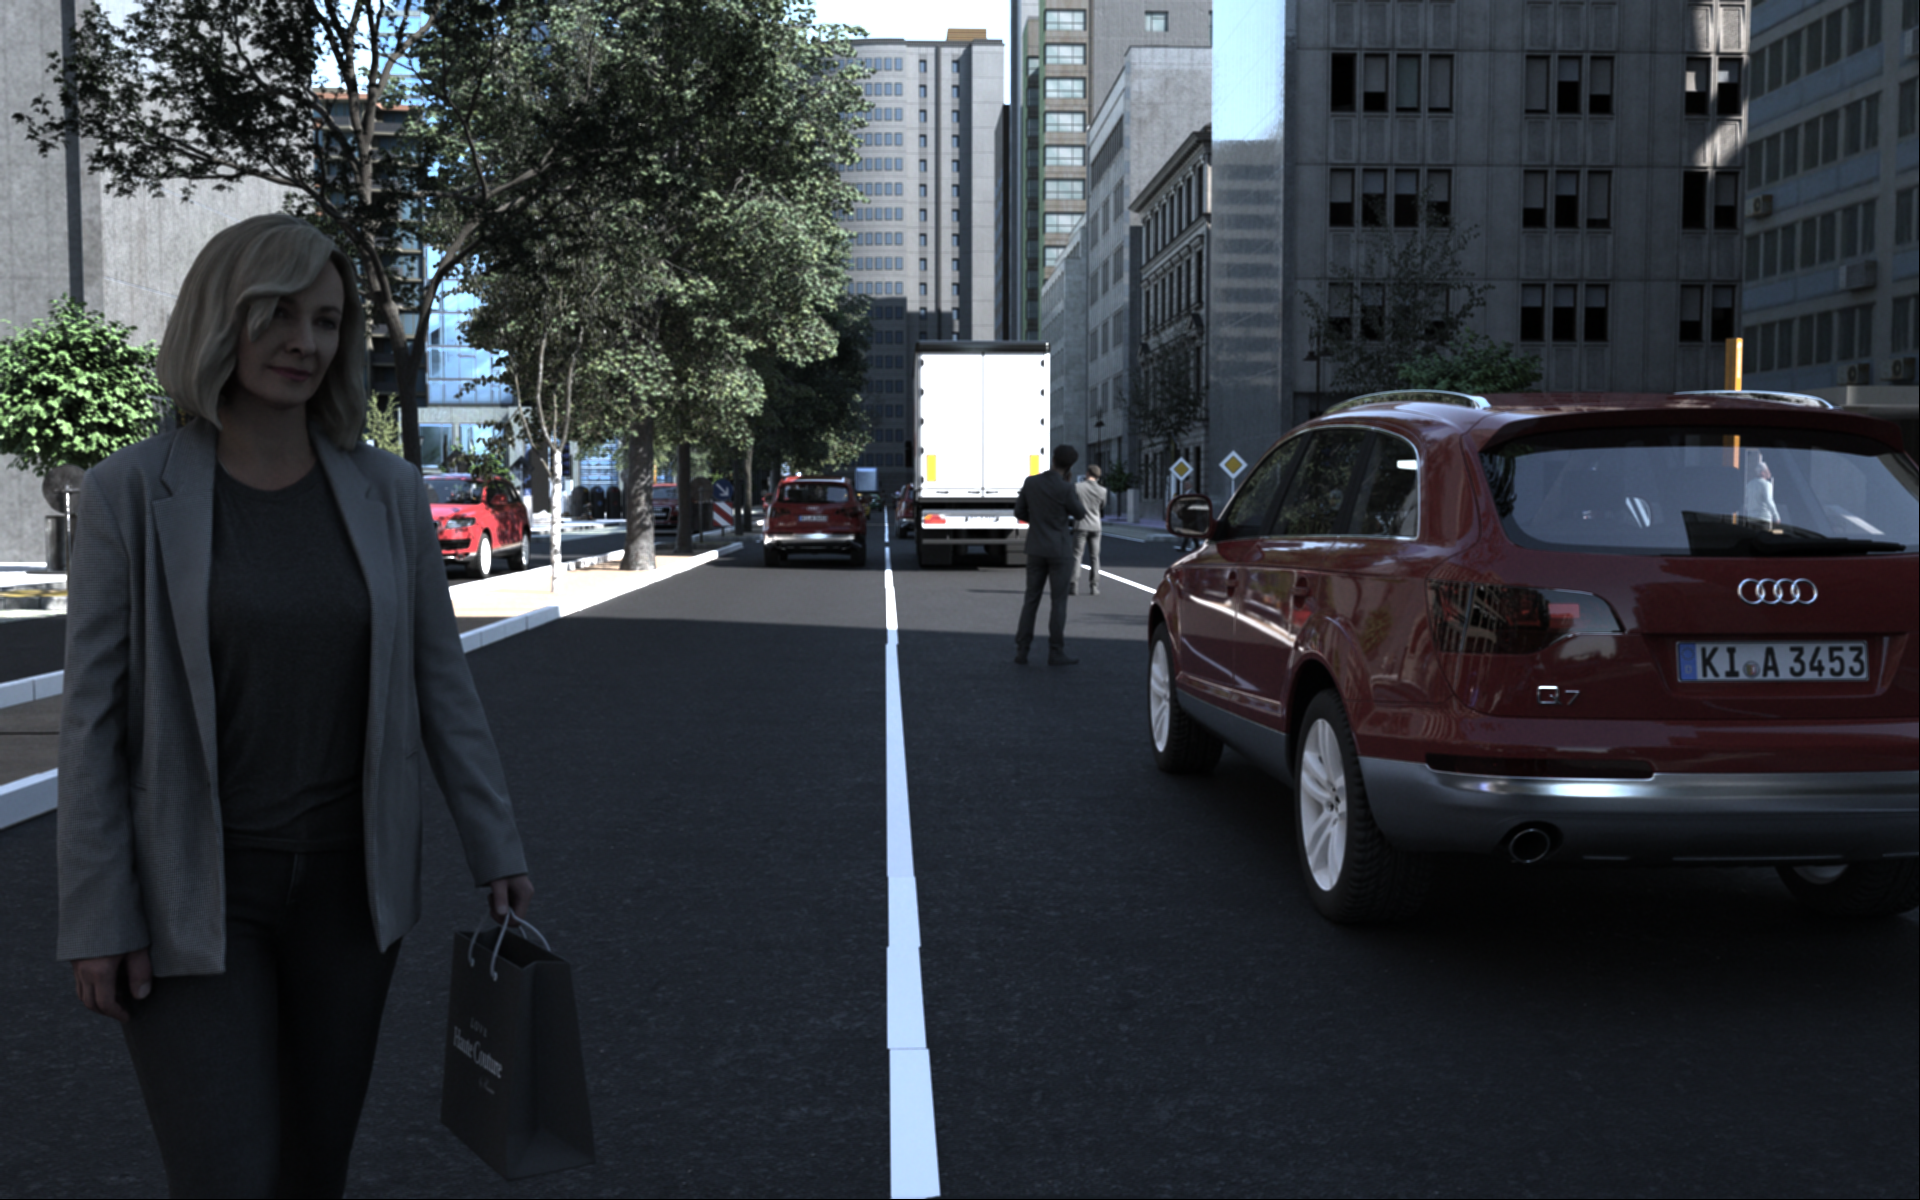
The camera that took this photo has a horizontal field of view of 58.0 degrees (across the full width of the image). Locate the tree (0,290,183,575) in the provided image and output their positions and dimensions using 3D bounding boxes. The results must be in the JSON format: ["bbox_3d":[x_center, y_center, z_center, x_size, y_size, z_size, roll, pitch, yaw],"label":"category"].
[{"bbox_3d":[-14.339,-2.716,28.124,4.285,4.588,4.351,0,3,0],"label":"tree"}]

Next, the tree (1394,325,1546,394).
[{"bbox_3d":[9.977,-3.067,33.859,4.285,4.588,4.351,0,3,0],"label":"tree"}]

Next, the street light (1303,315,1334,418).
[{"bbox_3d":[9.281,-4.416,44.990,0.468,5.910,1.993,0,4,-2],"label":"street light"}]

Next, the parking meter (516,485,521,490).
[{"bbox_3d":[-29.887,-6.832,117.412,0.255,1.863,0.399,1,4,18],"label":"parking meter"}]

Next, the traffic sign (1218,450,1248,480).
[{"bbox_3d":[7.194,-2.649,45.509,0.795,2.593,0.064,0,4,-2],"label":"traffic sign"}]

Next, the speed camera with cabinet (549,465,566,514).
[{"bbox_3d":[-24.704,-6.862,106.523,2.038,3.252,0.660,3,5,40],"label":"speed camera with cabinet"}]

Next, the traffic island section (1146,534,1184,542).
[{"bbox_3d":[6.872,-1.914,53.570,2.009,0.180,2.903,0,4,-2],"label":"traffic island section"}]

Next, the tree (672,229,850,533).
[{"bbox_3d":[-7.816,-8.307,64.031,9.928,11.665,9.643,0,3,0],"label":"tree"}]

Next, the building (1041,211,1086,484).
[{"bbox_3d":[11.548,-16.237,120.234,10.420,20.320,16.860,0,4,-2],"label":"building"}]

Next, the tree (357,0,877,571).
[{"bbox_3d":[-6.009,-7.515,31.977,9.857,13.997,8.962,0,3,0],"label":"tree"}]

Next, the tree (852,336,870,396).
[{"bbox_3d":[-7.031,-7.240,55.241,8.767,10.594,7.601,0,4,-2],"label":"tree"}]

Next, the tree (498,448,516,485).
[{"bbox_3d":[-16.715,-4.147,62.401,1.663,3.219,1.824,0,3,0],"label":"tree"}]

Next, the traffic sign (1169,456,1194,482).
[{"bbox_3d":[6.849,-3.137,53.486,0.795,2.593,0.064,0,4,-2],"label":"traffic sign"}]

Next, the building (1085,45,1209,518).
[{"bbox_3d":[14.525,-17.359,101.846,12.078,24.808,19.932,0,4,-2],"label":"building"}]

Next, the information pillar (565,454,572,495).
[{"bbox_3d":[-23.030,-6.771,102.057,0.504,3.616,0.183,2,4,32],"label":"information pillar"}]

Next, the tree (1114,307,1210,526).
[{"bbox_3d":[8.236,-7.255,68.980,4.360,8.622,3.978,0,3,0],"label":"tree"}]

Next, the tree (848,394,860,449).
[{"bbox_3d":[-9.182,-10.613,94.102,7.486,12.596,7.792,0,3,0],"label":"tree"}]

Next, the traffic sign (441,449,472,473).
[{"bbox_3d":[-12.982,-2.597,44.659,0.795,2.593,0.064,0,4,-2],"label":"traffic sign"}]

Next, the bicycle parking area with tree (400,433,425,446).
[{"bbox_3d":[-26.255,-5.910,83.639,9.016,4.147,8.231,0,4,4],"label":"bicycle parking area with tree"}]

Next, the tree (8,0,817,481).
[{"bbox_3d":[-5.656,-4.974,18.196,8.767,10.594,7.601,0,4,-2],"label":"tree"}]

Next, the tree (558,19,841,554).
[{"bbox_3d":[-6.766,-7.410,41.742,7.486,12.596,7.792,0,3,0],"label":"tree"}]

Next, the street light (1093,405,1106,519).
[{"bbox_3d":[7.252,-7.178,90.143,0.468,5.910,1.993,0,4,-2],"label":"street light"}]

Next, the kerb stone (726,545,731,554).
[{"bbox_3d":[-5.618,-1.167,41.274,0.120,0.150,1.000,0,4,-2],"label":"kerb stone"}]

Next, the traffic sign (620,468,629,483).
[{"bbox_3d":[-16.458,-5.244,85.844,0.768,2.556,0.104,0,4,-1],"label":"traffic sign"}]

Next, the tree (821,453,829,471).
[{"bbox_3d":[-10.068,-9.905,114.764,4.737,8.622,4.395,0,3,0],"label":"tree"}]

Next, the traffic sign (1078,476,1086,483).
[{"bbox_3d":[6.727,-5.679,94.974,0.606,2.300,0.079,0,4,-2],"label":"traffic sign"}]

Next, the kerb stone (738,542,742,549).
[{"bbox_3d":[-5.750,-1.354,44.353,0.120,0.150,1.000,0,4,-2],"label":"kerb stone"}]

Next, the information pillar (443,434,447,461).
[{"bbox_3d":[-20.016,-4.653,67.434,0.183,3.616,0.504,-1,4,-8],"label":"information pillar"}]

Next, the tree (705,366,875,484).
[{"bbox_3d":[-8.980,-10.077,84.227,9.611,12.733,9.660,0,3,0],"label":"tree"}]

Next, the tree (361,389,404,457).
[{"bbox_3d":[-40.802,-10.545,122.772,4.737,8.622,4.395,0,3,0],"label":"tree"}]

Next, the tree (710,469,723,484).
[{"bbox_3d":[-18.892,-8.624,135.603,1.663,3.219,1.824,0,3,0],"label":"tree"}]

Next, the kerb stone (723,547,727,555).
[{"bbox_3d":[-5.573,-1.104,40.249,0.120,0.150,1.000,0,4,-2],"label":"kerb stone"}]

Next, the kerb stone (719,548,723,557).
[{"bbox_3d":[-5.528,-1.041,39.218,0.120,0.150,1.000,0,4,-2],"label":"kerb stone"}]

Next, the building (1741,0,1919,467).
[{"bbox_3d":[29.951,-20.843,32.660,32.217,40.220,23.993,0,4,-2],"label":"building"}]

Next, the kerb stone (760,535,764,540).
[{"bbox_3d":[-6.213,-2.003,55.081,0.120,0.150,1.000,0,4,-2],"label":"kerb stone"}]

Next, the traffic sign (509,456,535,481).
[{"bbox_3d":[-13.327,-3.085,52.636,0.795,2.593,0.064,0,4,-2],"label":"traffic sign"}]

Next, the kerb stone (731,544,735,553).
[{"bbox_3d":[-5.655,-1.230,42.301,0.120,0.150,1.000,0,4,-2],"label":"kerb stone"}]

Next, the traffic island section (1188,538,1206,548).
[{"bbox_3d":[7.217,-1.426,45.592,2.009,0.180,2.903,0,4,-2],"label":"traffic island section"}]

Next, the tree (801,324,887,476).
[{"bbox_3d":[-9.495,-11.744,104.845,12.009,13.543,11.850,0,3,0],"label":"tree"}]

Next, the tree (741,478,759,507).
[{"bbox_3d":[-21.820,-11.252,178.575,1.663,3.219,1.824,0,3,0],"label":"tree"}]

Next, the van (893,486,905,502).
[{"bbox_3d":[-2.183,-4.638,82.842,2.013,2.044,4.112,0,4,-3],"label":"van"}]

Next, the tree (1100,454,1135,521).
[{"bbox_3d":[7.679,-5.430,83.385,1.663,3.219,1.824,0,3,0],"label":"tree"}]

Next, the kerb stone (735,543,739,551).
[{"bbox_3d":[-5.706,-1.291,43.332,0.120,0.150,1.000,0,4,-2],"label":"kerb stone"}]

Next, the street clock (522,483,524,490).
[{"bbox_3d":[-26.950,-6.291,107.433,0.471,2.002,0.358,0,3,0],"label":"street clock"}]

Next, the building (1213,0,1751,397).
[{"bbox_3d":[19.713,-14.808,60.130,19.932,24.808,12.078,0,4,-2],"label":"building"}]

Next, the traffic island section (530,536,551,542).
[{"bbox_3d":[-13.351,-1.861,52.702,2.009,0.180,2.903,0,4,-2],"label":"traffic island section"}]

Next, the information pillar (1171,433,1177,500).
[{"bbox_3d":[8.173,-4.582,66.272,0.183,3.616,0.504,-1,4,-11],"label":"information pillar"}]

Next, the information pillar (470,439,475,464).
[{"bbox_3d":[-20.685,-5.030,73.590,0.183,3.616,0.504,-2,4,-29],"label":"information pillar"}]

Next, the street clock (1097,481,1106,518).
[{"bbox_3d":[7.622,-5.415,93.110,0.471,2.002,0.358,2,4,23],"label":"street clock"}]

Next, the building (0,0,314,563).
[{"bbox_3d":[-25.853,-13.382,36.813,19.932,24.808,12.078,0,4,-2],"label":"building"}]

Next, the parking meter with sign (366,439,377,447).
[{"bbox_3d":[-18.202,-3.651,55.950,0.543,3.016,1.738,3,5,44],"label":"parking meter with sign"}]

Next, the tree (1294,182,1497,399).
[{"bbox_3d":[10.238,-5.517,40.572,4.360,8.622,3.978,0,3,0],"label":"tree"}]

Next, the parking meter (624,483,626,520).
[{"bbox_3d":[-16.589,-4.947,86.587,0.399,1.863,0.255,-2,4,-28],"label":"parking meter"}]

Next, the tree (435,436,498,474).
[{"bbox_3d":[-16.925,-3.899,58.350,1.663,3.219,1.824,0,3,0],"label":"tree"}]

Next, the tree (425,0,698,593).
[{"bbox_3d":[-5.845,-4.411,24.945,4.360,8.622,3.978,0,3,0],"label":"tree"}]
